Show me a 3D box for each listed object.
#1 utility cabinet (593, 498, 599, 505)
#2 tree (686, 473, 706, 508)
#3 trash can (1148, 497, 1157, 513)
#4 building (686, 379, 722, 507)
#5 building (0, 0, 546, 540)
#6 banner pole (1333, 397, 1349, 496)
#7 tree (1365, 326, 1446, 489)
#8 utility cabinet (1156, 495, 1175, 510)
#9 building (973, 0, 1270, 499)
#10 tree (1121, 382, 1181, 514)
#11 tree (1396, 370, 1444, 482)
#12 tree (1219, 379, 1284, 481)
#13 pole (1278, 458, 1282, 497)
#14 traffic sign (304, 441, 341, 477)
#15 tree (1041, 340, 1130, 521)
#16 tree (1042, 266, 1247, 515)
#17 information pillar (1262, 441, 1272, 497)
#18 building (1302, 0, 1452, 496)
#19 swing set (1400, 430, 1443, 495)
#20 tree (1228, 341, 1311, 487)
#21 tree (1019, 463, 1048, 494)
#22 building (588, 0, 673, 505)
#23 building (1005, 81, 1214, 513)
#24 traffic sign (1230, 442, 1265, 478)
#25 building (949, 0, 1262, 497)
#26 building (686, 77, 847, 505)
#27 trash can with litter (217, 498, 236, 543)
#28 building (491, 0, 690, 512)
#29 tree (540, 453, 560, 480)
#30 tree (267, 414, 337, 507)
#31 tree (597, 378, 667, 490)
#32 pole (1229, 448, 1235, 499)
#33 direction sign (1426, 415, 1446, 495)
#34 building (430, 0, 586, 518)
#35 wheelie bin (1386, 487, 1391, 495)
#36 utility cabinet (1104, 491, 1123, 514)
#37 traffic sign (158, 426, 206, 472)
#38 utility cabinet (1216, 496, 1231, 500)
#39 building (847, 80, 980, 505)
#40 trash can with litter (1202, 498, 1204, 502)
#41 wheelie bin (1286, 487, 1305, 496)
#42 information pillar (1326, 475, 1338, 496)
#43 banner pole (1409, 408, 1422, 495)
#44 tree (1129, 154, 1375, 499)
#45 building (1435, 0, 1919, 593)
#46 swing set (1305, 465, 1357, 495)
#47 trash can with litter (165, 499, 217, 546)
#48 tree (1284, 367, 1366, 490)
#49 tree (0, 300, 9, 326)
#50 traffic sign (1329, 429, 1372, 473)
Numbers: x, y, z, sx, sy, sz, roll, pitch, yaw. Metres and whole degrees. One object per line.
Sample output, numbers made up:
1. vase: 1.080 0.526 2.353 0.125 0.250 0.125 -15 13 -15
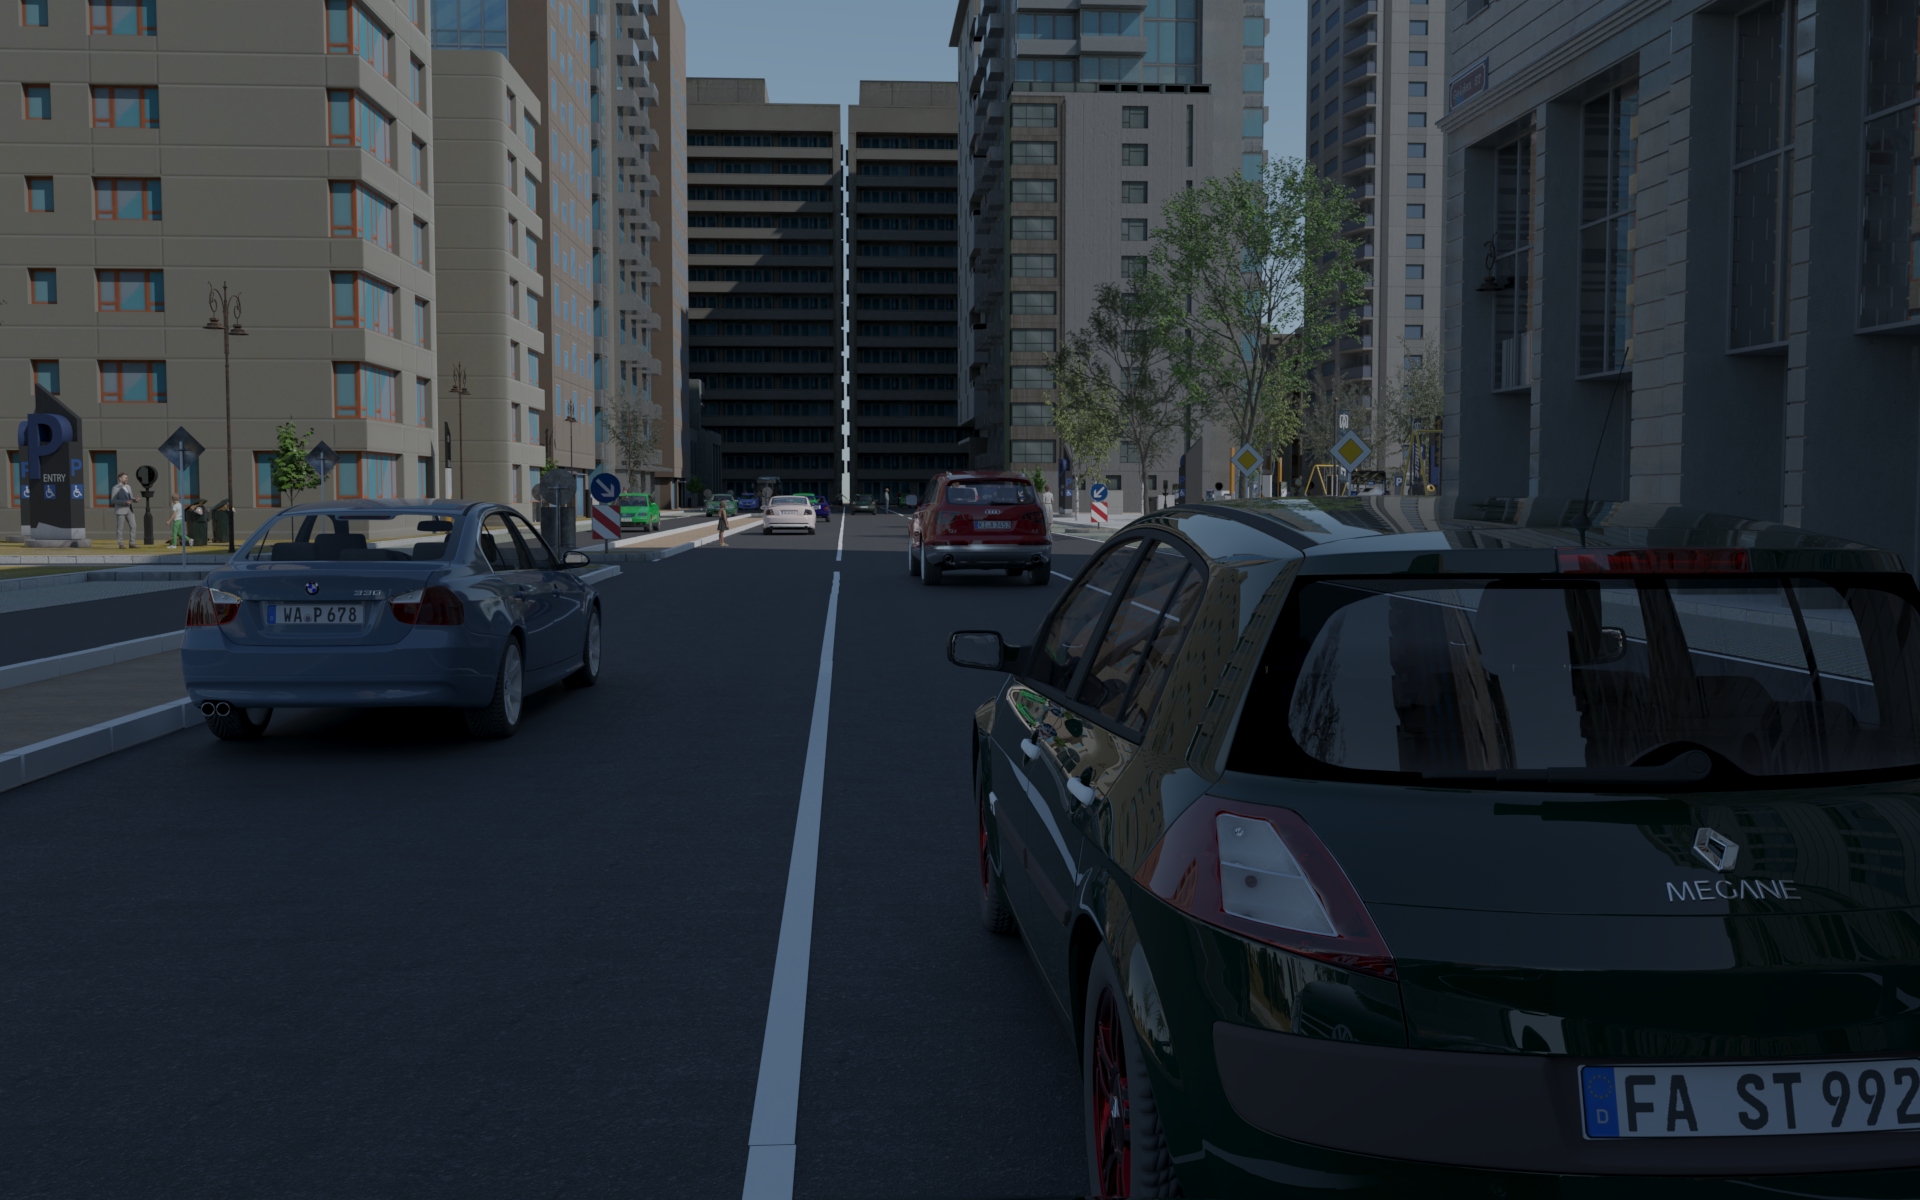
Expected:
1. utility cabinet: -21.442 -5.587 100.030 1.173 1.500 0.318 -3 5 -44
2. tree: -24.759 -10.338 163.621 1.663 3.219 1.824 0 3 0
3. trash can: 10.811 -5.265 97.733 0.748 1.137 0.748 0 3 0
4. building: -40.798 -52.722 174.681 31.000 86.520 22.319 0 4 -4
5. building: -31.335 -13.236 61.456 27.650 21.520 28.899 0 4 -4
6. banner pole: 9.881 -3.366 45.052 0.863 3.779 0.401 -3 5 -43
7. tree: 20.161 -7.713 76.465 4.360 8.622 3.978 0 3 0
8. utility cabinet: 11.933 -5.473 100.651 1.020 1.237 0.306 -1 4 -15
9. building: 12.935 -32.286 147.492 23.786 49.044 30.456 0 4 -4
10. tree: 11.872 -9.785 110.353 4.360 8.622 3.978 0 3 0
11. tree: 27.328 -9.196 100.715 4.737 8.622 4.395 0 3 0
12. tree: 18.626 -9.784 110.331 4.360 8.622 3.978 0 3 0
13. pole: 17.841 -6.290 96.678 0.158 3.312 0.155 0 3 0
14. traffic sign: -13.871 -2.171 37.683 0.795 2.593 0.064 0 4 -4
15. tree: 5.686 -8.087 82.590 4.737 8.622 4.395 0 3 0
16. tree: 7.613 -8.310 70.283 8.767 10.594 7.601 0 4 -1
17. information pillar: 13.497 -5.181 76.061 0.183 3.616 0.504 -3 4 -38
18. building: 52.773 -39.143 181.992 28.212 58.520 21.231 0 4 -4
19. swing set: 12.383 -2.746 42.520 3.119 2.851 2.862 0 4 -7
20. tree: 14.983 -8.168 83.908 4.737 8.622 4.395 0 3 0
21. tree: 4.879 -7.007 109.160 1.663 3.219 1.824 0 3 0
22. building: -34.026 -31.004 126.529 23.786 49.044 30.456 0 4 -4
23. building: 10.039 -21.620 125.188 14.160 30.474 14.107 0 4 -4
24. traffic sign: 6.481 -2.251 38.997 0.795 2.593 0.064 0 4 -4
25. building: 13.988 -35.914 176.432 28.713 52.752 27.495 0 4 -4
26. building: -24.608 -35.595 205.676 21.600 48.544 21.300 0 4 -4
27. trash can with litter: -19.556 -2.075 45.309 1.055 1.170 0.624 -3 4 -37
28. building: -31.052 -30.524 149.172 14.600 45.320 14.200 0 4 -4
29. tree: -19.374 -5.308 81.389 1.663 3.219 1.824 0 3 0
30. tree: -16.190 -2.889 41.840 1.663 3.219 1.824 0 3 0
31. tree: -20.927 -9.810 110.759 4.360 8.622 3.978 0 3 0
32. pole: 11.939 -5.029 76.068 0.158 3.312 0.155 0 3 0
33. direction sign: 13.828 -3.533 49.766 0.379 3.537 0.876 -1 4 -8
34. building: -27.332 -26.938 90.550 14.600 45.320 14.200 0 4 -4
35. wheelie bin: 19.867 -4.489 81.310 0.693 1.594 0.980 -1 4 -12
36. utility cabinet: 9.515 -6.045 107.517 1.173 1.500 0.318 0 4 8
37. traffic sign: -13.346 -1.683 29.715 0.795 2.593 0.064 0 4 -4
38. utility cabinet: 11.470 -3.926 75.350 0.306 1.237 1.020 -1 4 -13
39. building: -2.792 -35.692 207.259 21.600 48.544 21.300 0 4 -4
40. trash can with litter: 13.308 -5.193 96.285 0.624 1.170 1.055 2 4 27
41. wheelie bin: 15.640 -4.443 80.552 0.980 1.594 0.693 0 4 -1
42. information pillar: 14.264 -3.791 66.473 0.304 2.012 0.304 -3 4 -37
43. banner pole: 13.203 -3.688 50.315 0.401 3.779 0.863 -1 4 -11
44. tree: 8.840 -7.780 52.962 9.928 11.665 9.643 0 3 0
45. building: 15.032 -14.595 16.122 11.434 29.767 29.804 0 4 -4
46. swing set: 20.199 -5.882 93.793 3.119 2.851 2.862 -2 4 -32
47. trash can with litter: -18.981 -1.903 42.509 1.055 1.170 0.624 0 4 5
48. tree: 21.260 -9.142 99.832 4.360 8.622 3.978 0 3 0
49. tree: -25.552 -5.576 41.527 4.360 8.622 3.978 0 3 0
50. traffic sign: 7.005 -1.764 31.029 0.795 2.593 0.064 0 4 -4
